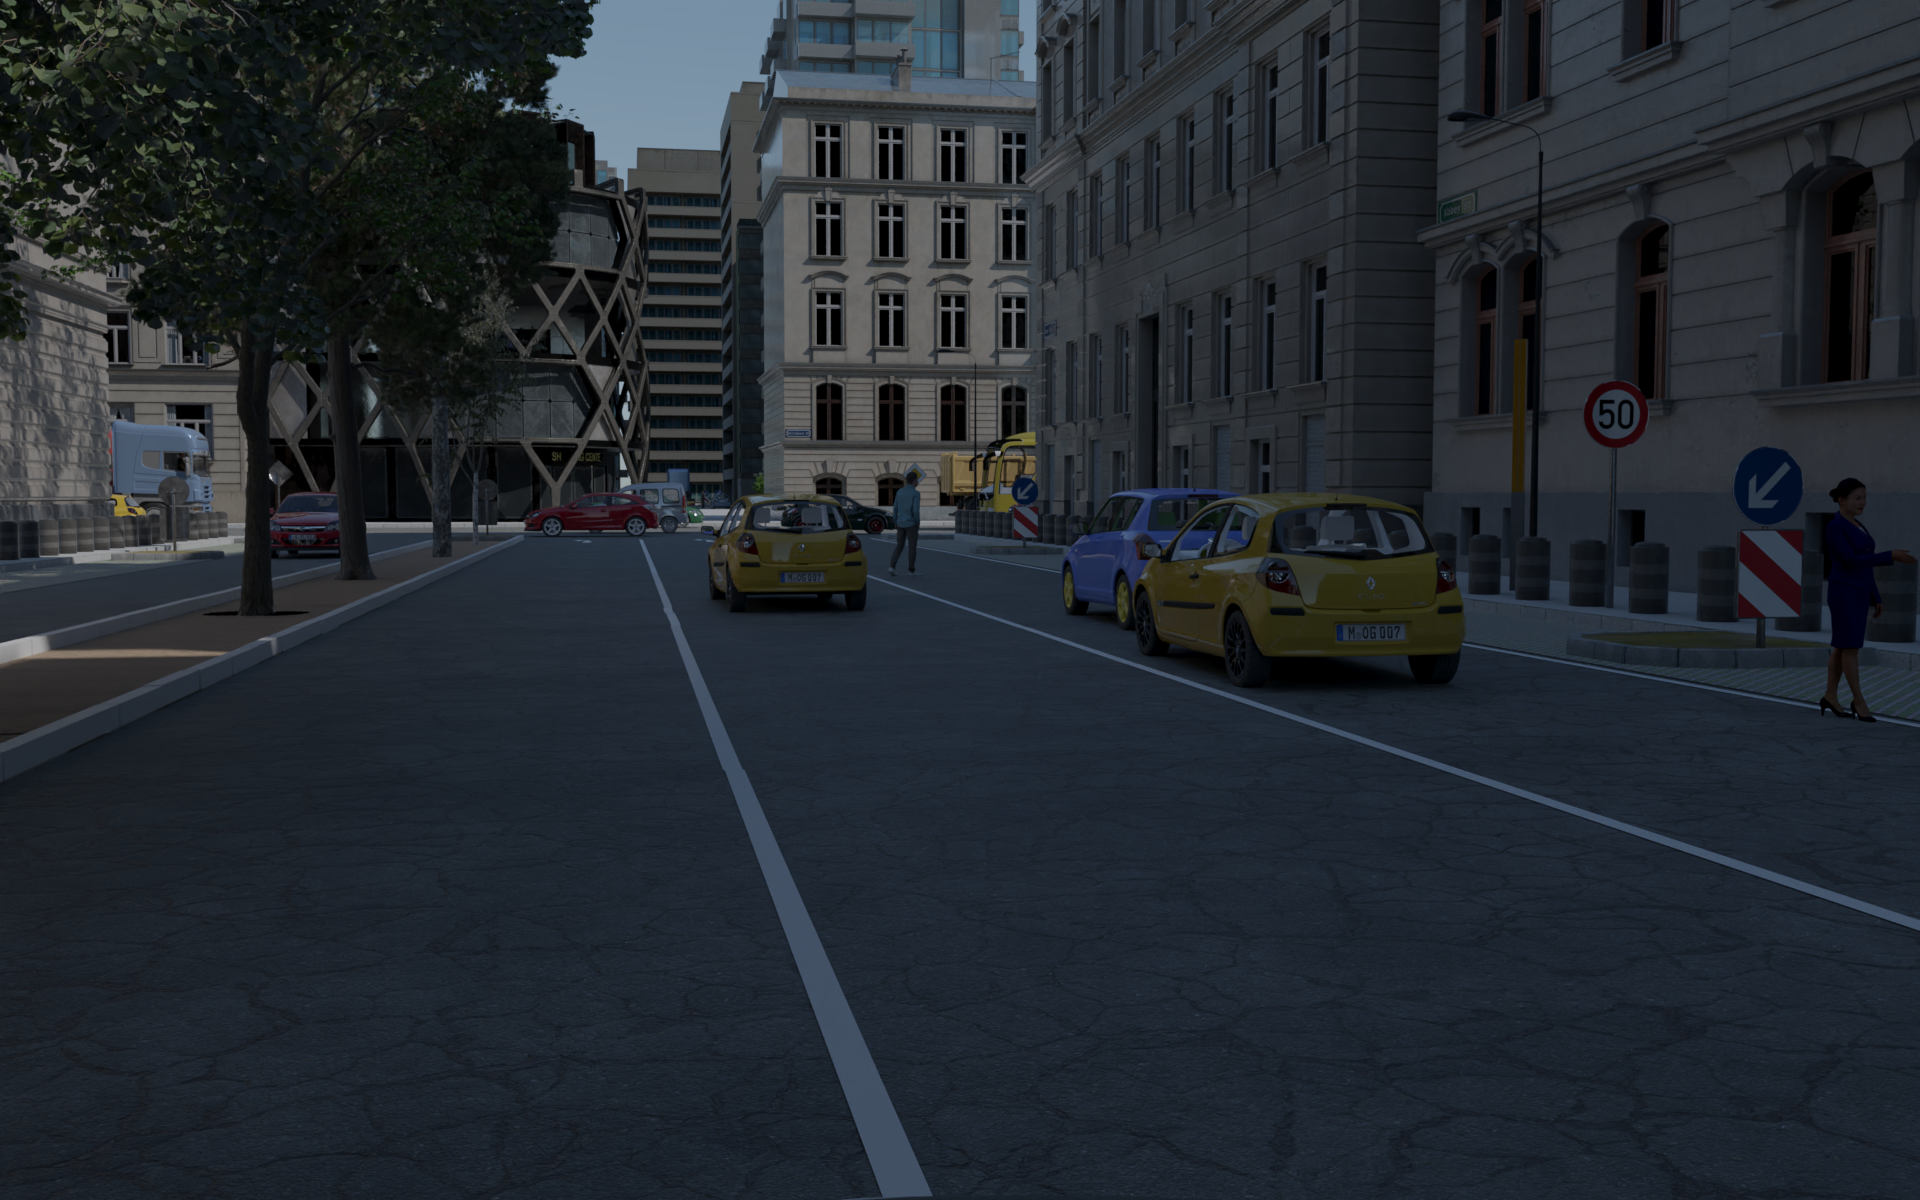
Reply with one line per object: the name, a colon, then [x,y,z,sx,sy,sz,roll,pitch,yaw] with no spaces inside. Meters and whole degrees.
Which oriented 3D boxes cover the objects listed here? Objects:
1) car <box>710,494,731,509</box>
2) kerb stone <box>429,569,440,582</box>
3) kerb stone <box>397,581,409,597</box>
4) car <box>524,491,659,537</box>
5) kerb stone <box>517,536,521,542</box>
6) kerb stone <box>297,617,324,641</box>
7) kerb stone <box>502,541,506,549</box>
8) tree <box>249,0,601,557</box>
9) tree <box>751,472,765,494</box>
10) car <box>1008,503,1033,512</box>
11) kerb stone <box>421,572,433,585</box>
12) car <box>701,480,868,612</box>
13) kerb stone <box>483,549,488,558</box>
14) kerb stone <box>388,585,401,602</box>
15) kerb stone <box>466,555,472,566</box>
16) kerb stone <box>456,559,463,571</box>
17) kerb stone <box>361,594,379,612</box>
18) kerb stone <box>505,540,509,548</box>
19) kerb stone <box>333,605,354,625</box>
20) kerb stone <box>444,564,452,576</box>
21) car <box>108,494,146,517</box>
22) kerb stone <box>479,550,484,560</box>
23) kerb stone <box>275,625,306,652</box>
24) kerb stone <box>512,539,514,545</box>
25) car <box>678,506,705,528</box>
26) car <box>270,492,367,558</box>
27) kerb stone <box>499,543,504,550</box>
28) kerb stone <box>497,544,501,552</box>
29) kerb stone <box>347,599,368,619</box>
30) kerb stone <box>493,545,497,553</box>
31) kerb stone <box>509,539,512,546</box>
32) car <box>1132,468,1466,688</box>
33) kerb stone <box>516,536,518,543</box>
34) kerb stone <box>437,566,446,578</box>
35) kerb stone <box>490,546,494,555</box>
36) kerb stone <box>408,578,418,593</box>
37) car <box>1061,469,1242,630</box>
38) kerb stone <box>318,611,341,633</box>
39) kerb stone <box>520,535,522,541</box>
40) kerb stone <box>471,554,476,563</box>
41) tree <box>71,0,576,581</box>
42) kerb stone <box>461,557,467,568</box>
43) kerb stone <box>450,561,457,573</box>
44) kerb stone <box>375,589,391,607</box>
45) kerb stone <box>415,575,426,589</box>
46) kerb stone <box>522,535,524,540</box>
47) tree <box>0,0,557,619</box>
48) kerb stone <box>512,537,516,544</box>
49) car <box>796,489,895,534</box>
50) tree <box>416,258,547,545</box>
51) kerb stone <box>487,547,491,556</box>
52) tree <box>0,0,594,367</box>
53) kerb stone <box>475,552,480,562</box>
car: [-22.326,-9.144,161.504,2.014,1.417,4.499,-1,4,-11]
kerb stone: [-8.650,-0.372,28.284,0.120,0.150,1.000,-1,4,-11]
kerb stone: [-7.872,-0.124,24.257,0.120,0.150,1.000,-1,4,-11]
car: [-12.483,-3.038,58.714,4.494,1.783,2.155,-1,4,-13]
kerb stone: [-12.976,-1.730,50.483,0.120,0.150,1.000,-1,4,-11]
kerb stone: [-6.487,0.307,17.178,0.120,0.150,1.000,-1,4,-11]
kerb stone: [-11.790,-1.355,44.405,0.120,0.150,1.000,-1,4,-11]
tree: [-13.083,-11.063,39.234,12.611,20.169,13.585,0,3,0]
tree: [-17.203,-9.413,148.505,1.663,3.219,1.824,0,3,0]
car: [4.269,-3.145,60.097,5.304,1.827,2.281,-1,4,-11]
kerb stone: [-8.460,-0.310,27.275,0.120,0.150,1.000,-1,4,-11]
car: [-2.320,-0.756,22.577,2.015,1.641,3.980,-1,4,-13]
kerb stone: [-10.613,-0.989,38.364,0.120,0.150,1.000,-1,4,-11]
kerb stone: [-7.666,-0.061,23.248,0.120,0.150,1.000,-1,4,-11]
kerb stone: [-9.824,-0.740,34.333,0.120,0.150,1.000,-1,4,-11]
kerb stone: [-9.431,-0.619,32.320,0.120,0.150,1.000,-1,4,-11]
kerb stone: [-7.280,0.060,21.222,0.120,0.150,1.000,-1,4,-11]
kerb stone: [-11.987,-1.420,45.416,0.120,0.150,1.000,-1,4,-11]
kerb stone: [-6.883,0.190,19.197,0.120,0.150,1.000,-1,4,-11]
kerb stone: [-9.039,-0.495,30.297,0.120,0.150,1.000,-1,4,-11]
car: [-30.100,-3.011,59.449,3.980,1.641,2.015,-1,4,-12]
kerb stone: [-10.420,-0.922,37.357,0.120,0.150,1.000,-1,4,-11]
kerb stone: [-6.285,0.369,16.168,0.120,0.150,1.000,-1,4,-11]
kerb stone: [-12.384,-1.541,47.448,0.120,0.150,1.000,-1,4,-11]
car: [-13.287,-3.757,73.218,4.920,1.459,2.131,-1,4,-11]
car: [-14.918,-1.905,40.195,2.155,1.783,4.494,-1,4,-12]
kerb stone: [-11.597,-1.297,43.397,0.120,0.150,1.000,-1,4,-11]
kerb stone: [-11.399,-1.235,42.389,0.120,0.150,1.000,-1,4,-11]
kerb stone: [-7.078,0.124,20.209,0.120,0.150,1.000,-1,4,-11]
kerb stone: [-11.210,-1.173,41.381,0.120,0.150,1.000,-1,4,-11]
kerb stone: [-12.186,-1.482,46.431,0.120,0.150,1.000,-1,4,-11]
car: [2.642,-0.253,14.358,2.015,1.641,3.980,-1,4,-9]
kerb stone: [-12.775,-1.665,49.461,0.120,0.150,1.000,-1,4,-11]
kerb stone: [-8.846,-0.431,29.290,0.120,0.150,1.000,-1,4,-11]
kerb stone: [-11.011,-1.109,40.375,0.120,0.150,1.000,-1,4,-11]
kerb stone: [-8.061,-0.183,25.264,0.120,0.150,1.000,-1,4,-11]
car: [2.291,-0.614,19.631,1.945,1.707,3.694,-1,4,-10]
kerb stone: [-6.673,0.247,18.190,0.120,0.150,1.000,-1,4,-11]
kerb stone: [-13.178,-1.791,51.489,0.120,0.150,1.000,-1,4,-11]
kerb stone: [-10.028,-0.801,35.339,0.120,0.150,1.000,-1,4,-11]
tree: [-10.317,-7.262,28.617,7.806,13.903,7.818,0,3,0]
kerb stone: [-9.635,-0.681,33.326,0.120,0.150,1.000,-1,4,-11]
kerb stone: [-9.242,-0.558,31.312,0.120,0.150,1.000,-1,4,-11]
kerb stone: [-7.470,-0.003,22.238,0.120,0.150,1.000,-1,4,-11]
kerb stone: [-8.255,-0.246,26.271,0.120,0.150,1.000,-1,4,-11]
kerb stone: [-13.374,-1.853,52.498,0.120,0.150,1.000,-1,4,-11]
tree: [-8.153,-5.611,19.957,9.928,11.665,9.643,0,3,0]
kerb stone: [-12.575,-1.606,48.455,0.120,0.150,1.000,-1,4,-11]
car: [-4.319,-3.196,62.047,4.222,1.686,2.009,-1,4,-9]
tree: [-13.551,-5.835,48.225,4.360,8.622,3.978,0,3,0]
kerb stone: [-10.812,-1.050,39.369,0.120,0.150,1.000,-1,4,-11]
tree: [-5.746,-6.100,8.851,9.857,13.997,8.962,0,3,0]
kerb stone: [-10.220,-0.865,36.346,0.120,0.150,1.000,-1,4,-11]
